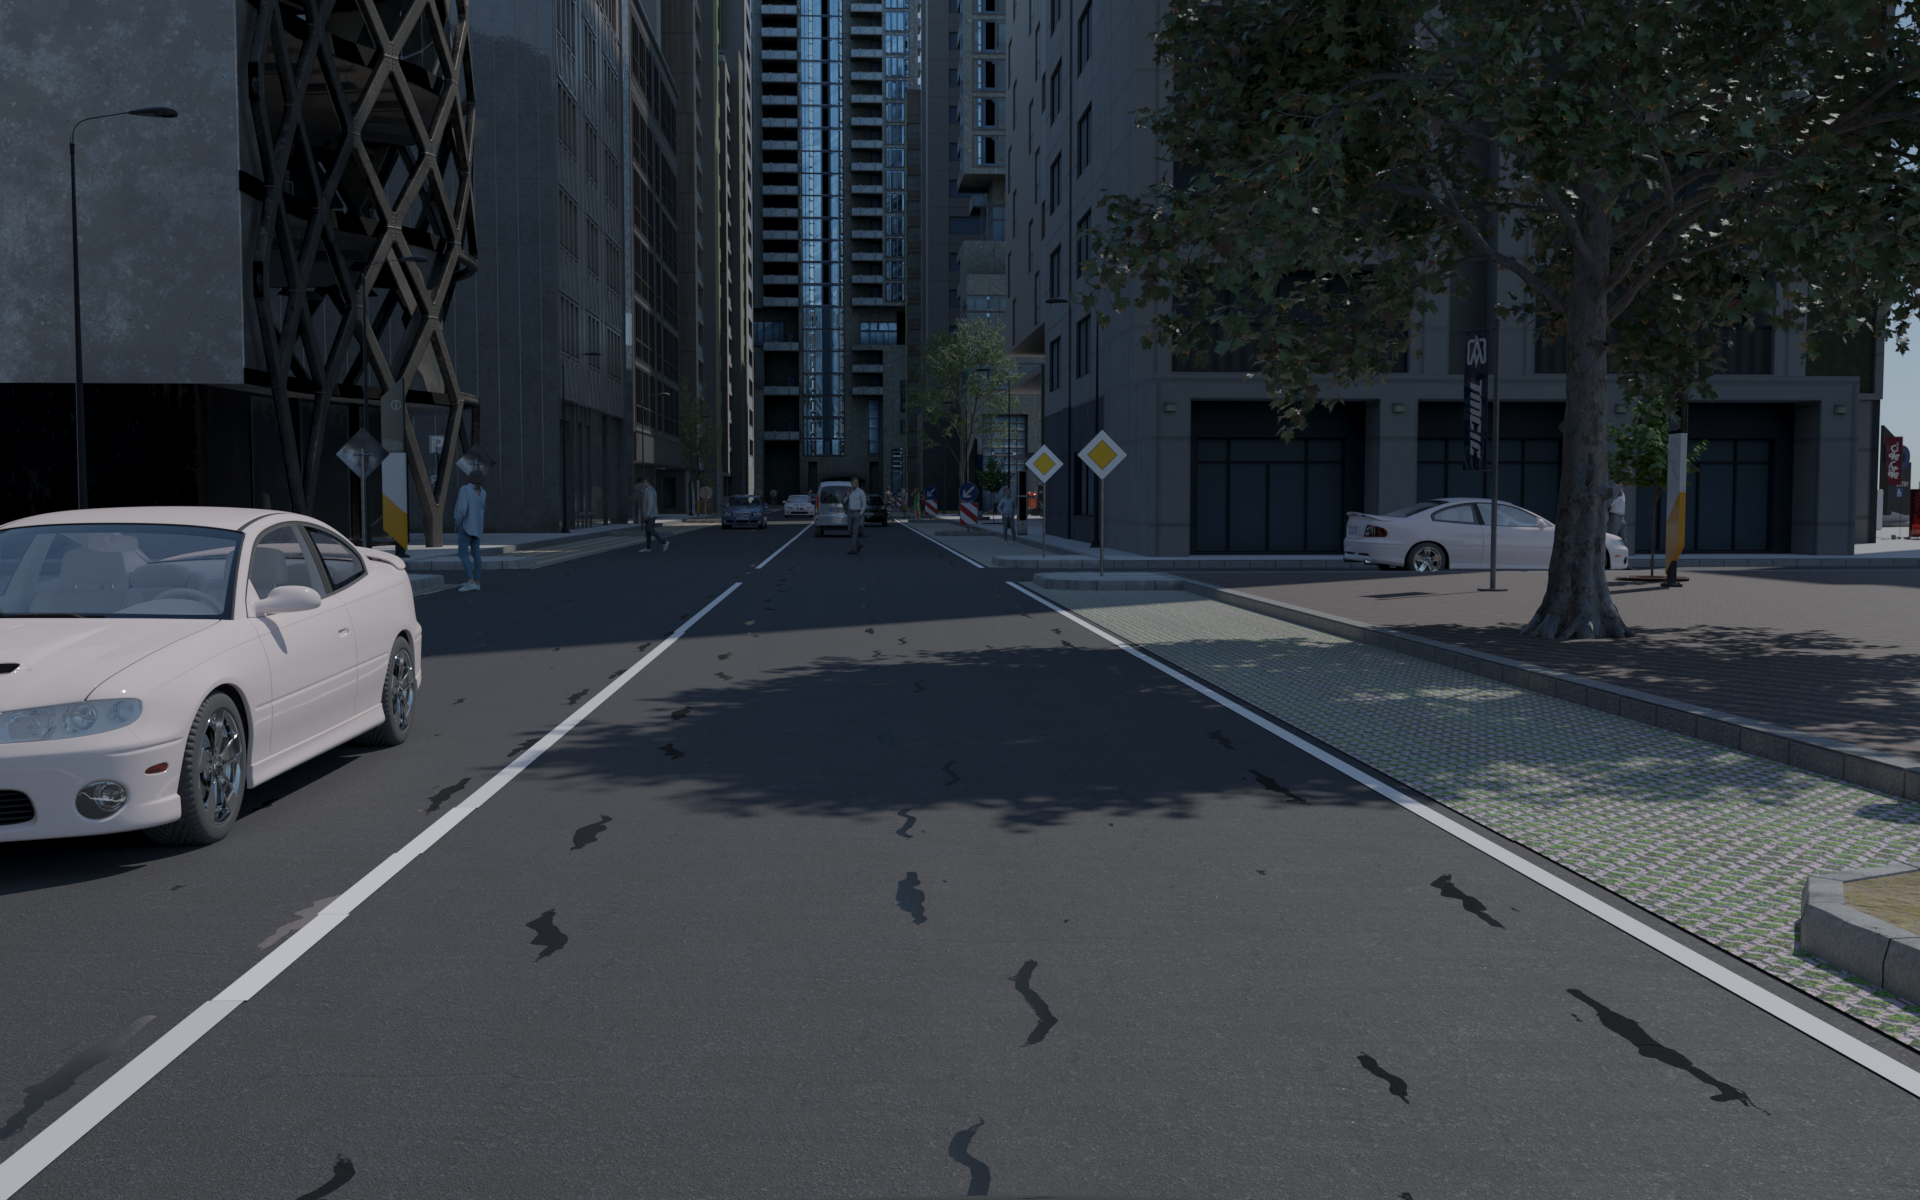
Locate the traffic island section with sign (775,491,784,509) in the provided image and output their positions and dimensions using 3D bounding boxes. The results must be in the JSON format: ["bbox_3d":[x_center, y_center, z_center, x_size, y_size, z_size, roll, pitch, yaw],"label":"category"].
[{"bbox_3d":[-17.571,-9.496,163.884,1.989,1.847,2.006,0,4,-4],"label":"traffic island section with sign"}]

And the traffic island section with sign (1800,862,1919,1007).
[{"bbox_3d":[3.643,0.222,4.998,1.989,1.847,2.006,0,4,-4],"label":"traffic island section with sign"}]

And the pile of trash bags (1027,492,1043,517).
[{"bbox_3d":[4.975,-5.606,101.402,1.912,1.369,3.447,2,4,31],"label":"pile of trash bags"}]

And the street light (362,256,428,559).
[{"bbox_3d":[-11.065,-3.752,33.880,1.470,5.913,1.316,0,4,-4],"label":"street light"}]

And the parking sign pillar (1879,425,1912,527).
[{"bbox_3d":[36.609,-4.852,67.794,1.447,3.967,1.447,-2,4,-25],"label":"parking sign pillar"}]

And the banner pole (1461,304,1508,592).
[{"bbox_3d":[6.975,-2.023,23.085,0.401,3.779,0.863,-2,4,-24],"label":"banner pole"}]

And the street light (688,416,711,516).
[{"bbox_3d":[-15.397,-7.950,102.530,1.470,5.913,1.316,0,4,-4],"label":"street light"}]

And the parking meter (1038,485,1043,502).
[{"bbox_3d":[5.068,-6.227,107.524,0.399,1.863,0.255,1,4,16],"label":"parking meter"}]

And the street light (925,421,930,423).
[{"bbox_3d":[-1.532,-8.402,109.918,1.470,5.913,1.316,0,4,-4],"label":"street light"}]

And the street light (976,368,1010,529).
[{"bbox_3d":[1.277,-5.599,64.084,1.470,5.913,1.316,0,4,-4],"label":"street light"}]

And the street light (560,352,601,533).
[{"bbox_3d":[-12.424,-5.149,56.724,1.470,5.913,1.316,0,4,-4],"label":"street light"}]

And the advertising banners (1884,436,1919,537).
[{"bbox_3d":[28.789,-3.409,51.918,0.090,3.025,2.074,-3,5,-45],"label":"advertising banners"}]

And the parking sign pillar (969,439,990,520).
[{"bbox_3d":[0.767,-5.902,84.975,1.447,3.967,1.447,-1,4,-13],"label":"parking sign pillar"}]

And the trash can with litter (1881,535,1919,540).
[{"bbox_3d":[26.878,-2.306,48.754,2.233,1.210,1.678,0,4,-4],"label":"trash can with litter"}]

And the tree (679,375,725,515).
[{"bbox_3d":[-16.391,-9.544,106.407,4.737,8.622,4.395,0,3,0],"label":"tree"}]

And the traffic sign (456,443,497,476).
[{"bbox_3d":[-9.533,-1.867,34.161,0.795,2.450,0.064,0,4,-4],"label":"traffic sign"}]

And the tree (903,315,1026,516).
[{"bbox_3d":[0.164,-10.693,100.586,9.928,11.665,9.643,0,3,0],"label":"tree"}]

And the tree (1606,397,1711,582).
[{"bbox_3d":[10.419,-1.903,25.711,1.663,3.219,1.824,0,3,0],"label":"tree"}]

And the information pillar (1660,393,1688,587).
[{"bbox_3d":[9.858,-1.985,23.816,0.183,3.616,0.504,0,4,3],"label":"information pillar"}]

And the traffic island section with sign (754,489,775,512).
[{"bbox_3d":[-15.807,-7.824,136.544,1.989,1.847,2.006,0,4,-4],"label":"traffic island section with sign"}]

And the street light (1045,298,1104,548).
[{"bbox_3d":[2.723,-4.202,41.246,1.470,5.913,1.316,0,4,-4],"label":"street light"}]

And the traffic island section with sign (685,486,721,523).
[{"bbox_3d":[-12.551,-4.728,85.930,1.989,1.847,2.006,0,4,-4],"label":"traffic island section with sign"}]

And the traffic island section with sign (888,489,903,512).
[{"bbox_3d":[-4.848,-7.848,136.946,1.989,1.847,2.006,0,4,-4],"label":"traffic island section with sign"}]

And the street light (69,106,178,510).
[{"bbox_3d":[-10.071,-2.956,20.878,1.470,5.913,1.316,0,4,-4],"label":"street light"}]

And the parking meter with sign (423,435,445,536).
[{"bbox_3d":[-15.833,-3.412,52.049,0.543,3.016,1.738,-2,4,-27],"label":"parking meter with sign"}]

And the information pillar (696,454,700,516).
[{"bbox_3d":[-15.320,-6.725,101.301,0.183,3.616,0.504,0,4,-4],"label":"information pillar"}]

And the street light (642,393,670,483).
[{"bbox_3d":[-14.040,-6.553,79.686,1.470,5.913,1.316,0,4,-4],"label":"street light"}]

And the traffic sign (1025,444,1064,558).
[{"bbox_3d":[1.689,-1.909,34.859,0.795,2.450,0.064,0,4,-4],"label":"traffic sign"}]

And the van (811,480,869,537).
[{"bbox_3d":[-4.101,-3.178,58.967,2.013,2.044,4.112,0,4,-3],"label":"van"}]

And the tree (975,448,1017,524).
[{"bbox_3d":[1.338,-4.854,73.968,1.663,3.219,1.824,0,3,0],"label":"tree"}]

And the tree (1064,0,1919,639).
[{"bbox_3d":[5.741,-6.016,15.373,9.611,12.733,9.660,0,3,0],"label":"tree"}]

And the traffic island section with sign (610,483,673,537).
[{"bbox_3d":[-10.823,-3.083,59.030,1.989,1.847,2.006,0,4,-4],"label":"traffic island section with sign"}]

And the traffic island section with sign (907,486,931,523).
[{"bbox_3d":[-1.595,-4.756,86.386,1.989,1.847,2.006,0,4,-4],"label":"traffic island section with sign"}]

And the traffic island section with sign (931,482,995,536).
[{"bbox_3d":[0.134,-3.111,59.487,1.989,1.847,2.006,0,4,-4],"label":"traffic island section with sign"}]

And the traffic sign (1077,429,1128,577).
[{"bbox_3d":[2.202,-1.422,26.891,0.795,2.450,0.064,0,4,-4],"label":"traffic sign"}]

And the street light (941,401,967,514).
[{"bbox_3d":[-0.222,-6.996,86.919,1.470,5.913,1.316,0,4,-4],"label":"street light"}]

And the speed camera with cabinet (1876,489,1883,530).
[{"bbox_3d":[31.741,-4.076,60.973,2.038,3.252,0.660,-3,4,-36],"label":"speed camera with cabinet"}]

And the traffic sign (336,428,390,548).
[{"bbox_3d":[-9.021,-1.379,26.192,0.795,2.450,0.064,0,4,-4],"label":"traffic sign"}]
